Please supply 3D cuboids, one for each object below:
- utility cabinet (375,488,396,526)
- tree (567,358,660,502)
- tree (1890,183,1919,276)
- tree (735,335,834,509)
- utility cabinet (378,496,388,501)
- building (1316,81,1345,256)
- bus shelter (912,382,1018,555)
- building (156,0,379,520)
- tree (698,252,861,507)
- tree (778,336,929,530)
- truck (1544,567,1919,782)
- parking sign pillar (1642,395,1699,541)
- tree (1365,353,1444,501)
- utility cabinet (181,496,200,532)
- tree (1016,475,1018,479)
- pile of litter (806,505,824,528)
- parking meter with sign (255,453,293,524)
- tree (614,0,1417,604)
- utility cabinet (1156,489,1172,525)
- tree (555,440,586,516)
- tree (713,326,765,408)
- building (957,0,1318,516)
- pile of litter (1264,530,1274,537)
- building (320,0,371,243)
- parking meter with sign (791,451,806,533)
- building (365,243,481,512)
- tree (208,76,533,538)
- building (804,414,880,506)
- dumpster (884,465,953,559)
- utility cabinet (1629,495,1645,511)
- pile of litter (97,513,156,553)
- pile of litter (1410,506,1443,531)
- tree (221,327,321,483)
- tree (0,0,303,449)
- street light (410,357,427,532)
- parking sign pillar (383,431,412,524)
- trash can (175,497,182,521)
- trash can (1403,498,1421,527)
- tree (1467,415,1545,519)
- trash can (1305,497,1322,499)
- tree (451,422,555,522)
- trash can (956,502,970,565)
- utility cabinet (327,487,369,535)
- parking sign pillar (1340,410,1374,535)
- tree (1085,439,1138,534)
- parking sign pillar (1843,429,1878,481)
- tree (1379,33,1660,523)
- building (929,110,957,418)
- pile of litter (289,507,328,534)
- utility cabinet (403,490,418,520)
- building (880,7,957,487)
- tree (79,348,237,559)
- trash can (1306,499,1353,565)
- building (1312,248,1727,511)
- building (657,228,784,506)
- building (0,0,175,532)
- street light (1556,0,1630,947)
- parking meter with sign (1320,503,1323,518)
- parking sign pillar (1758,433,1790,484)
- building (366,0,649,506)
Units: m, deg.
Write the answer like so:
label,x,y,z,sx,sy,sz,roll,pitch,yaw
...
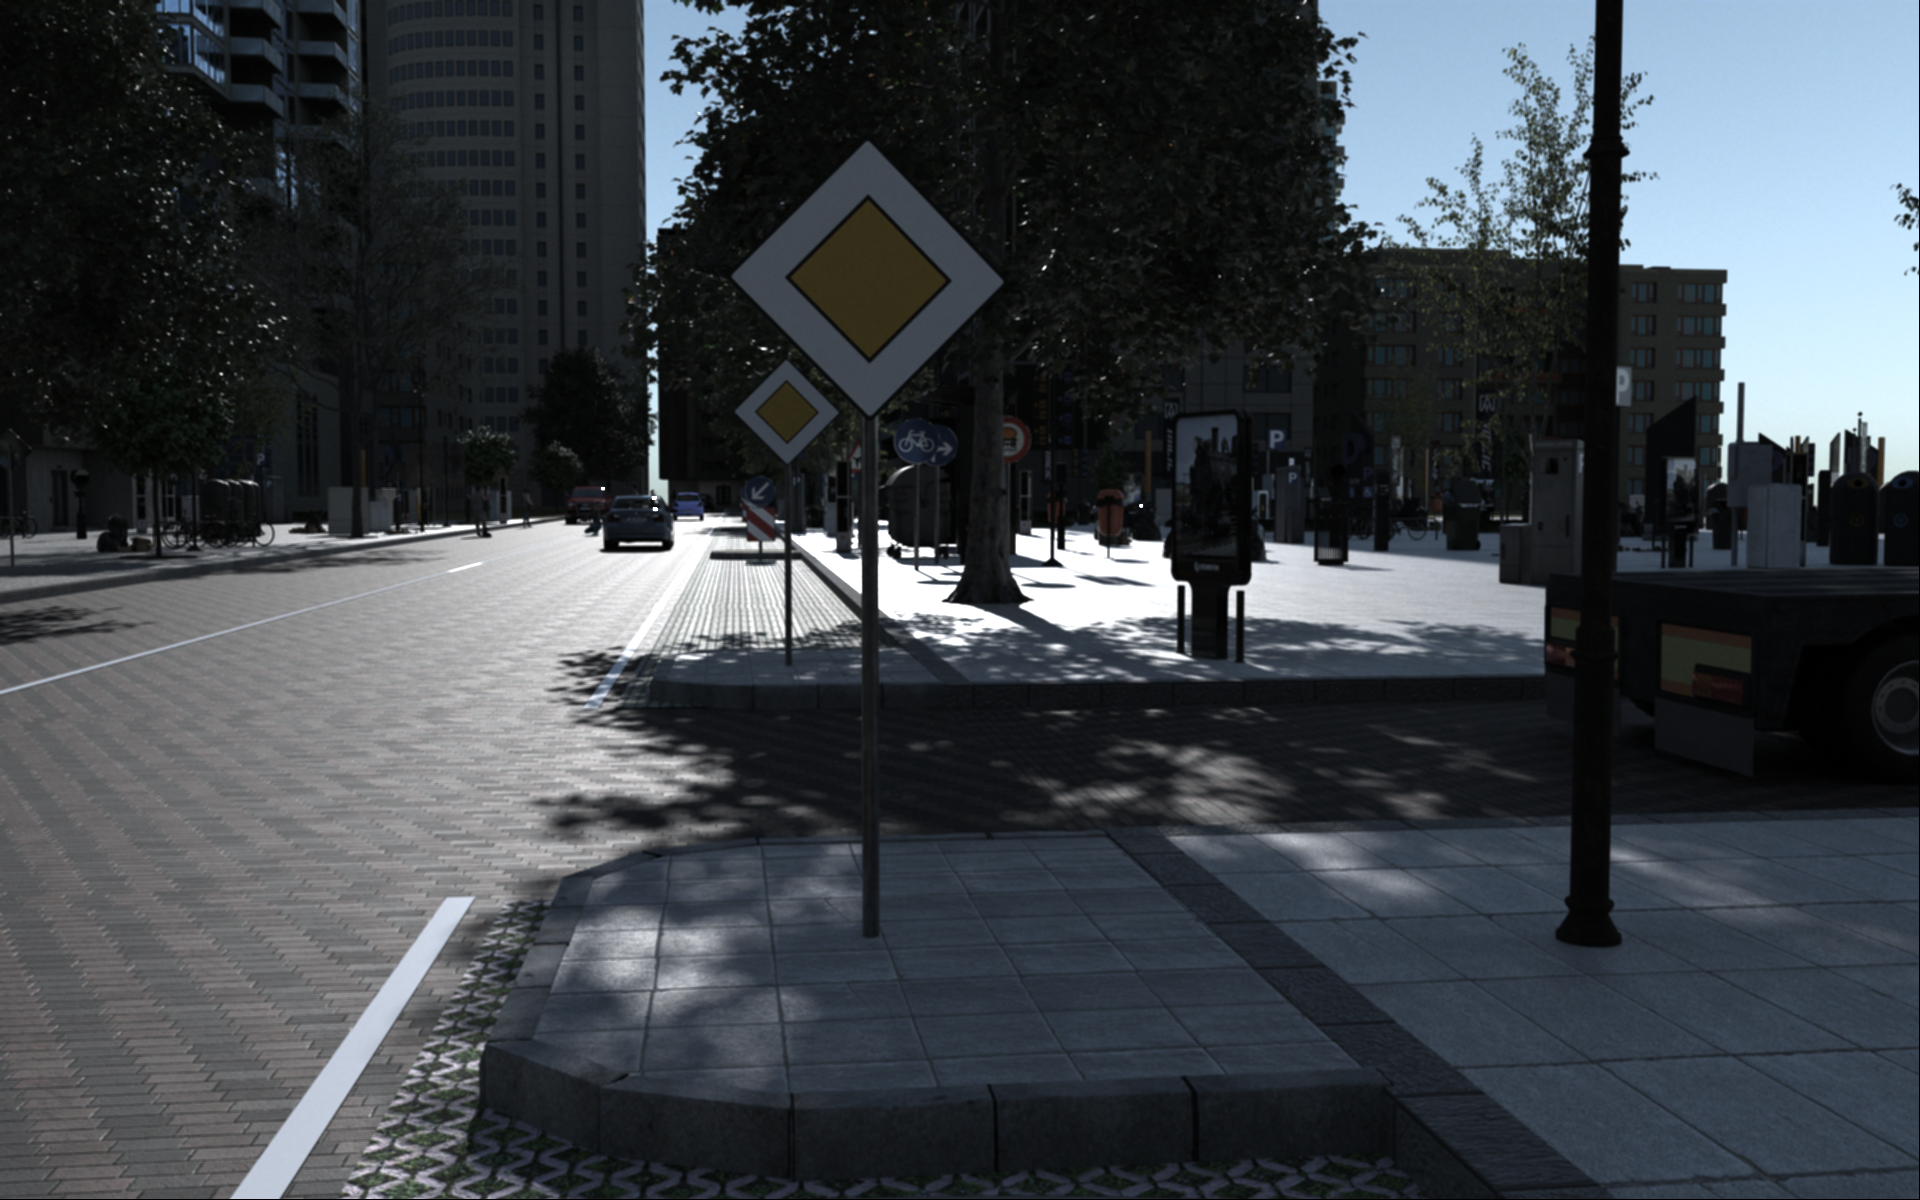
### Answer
label,x,y,z,sx,sy,sz,roll,pitch,yaw
utility cabinet,-22.873,-3.687,68.969,0.318,1.500,1.173,0,4,8
tree,-32.142,-15.385,158.191,9.857,13.997,8.962,0,3,0
tree,20.803,-5.020,32.434,4.737,8.622,4.395,0,3,0
tree,-10.080,-11.423,104.894,7.486,12.596,7.792,0,3,0
utility cabinet,-20.698,-3.121,62.188,0.306,1.237,1.020,-1,4,-17
building,27.263,-35.428,198.858,30.456,49.044,23.786,0,4,-7
bus shelter,0.034,-2.954,39.576,1.731,3.624,6.357,0,4,-8
building,-45.972,-47.965,96.900,22.319,86.520,31.000,0,4,-7
tree,-7.719,-10.691,81.452,9.857,13.997,8.962,0,3,0
tree,-2.987,-5.951,47.659,4.360,8.622,3.978,0,3,0
truck,13.062,-1.260,10.354,18.799,4.110,2.967,0,4,-5
parking sign pillar,19.614,-3.624,47.721,1.447,3.967,1.447,3,5,40
tree,23.057,-8.493,89.231,4.737,8.622,4.395,0,3,0
utility cabinet,-24.779,-2.766,56.385,1.020,1.237,0.306,-2,4,-26
tree,1.632,-4.766,72.518,1.663,3.219,1.824,0,3,0
pile of litter,-5.513,-3.181,65.977,1.719,0.858,1.176,1,4,16
parking meter with sign,-29.174,-4.742,73.786,0.543,3.016,1.738,1,4,17
tree,0.439,-6.314,20.237,9.611,12.733,9.660,0,3,0
utility cabinet,8.494,-3.746,69.929,1.173,1.500,0.318,1,4,10
tree,-24.014,-7.326,103.499,4.285,4.588,4.351,0,3,0
tree,-17.400,-18.933,165.446,12.611,20.169,13.585,0,3,0
building,9.058,-40.937,107.566,20.563,71.187,20.611,0,4,-7
pile of litter,8.571,-2.293,51.452,1.719,0.858,1.176,0,4,6
building,-73.367,-45.549,182.973,20.611,71.187,20.563,0,4,-7
parking meter with sign,-5.403,-3.767,57.852,0.543,3.016,1.738,0,4,-1
building,-53.948,-17.674,134.008,28.899,21.520,27.650,0,4,-7
tree,-17.580,-8.567,50.439,12.009,13.543,11.850,0,3,0
building,-4.098,-35.173,194.689,30.456,49.044,23.786,0,4,-7
dumpster,-0.825,-1.780,34.866,1.264,1.857,1.865,0,4,-7
utility cabinet,36.305,-4.977,92.528,1.020,1.237,0.306,2,4,26
pile of litter,-18.603,-1.519,38.806,1.176,0.858,1.719,1,4,18
pile of litter,16.563,-2.887,61.162,1.719,0.858,1.176,-2,4,-35
tree,-26.849,-7.067,65.911,4.737,8.622,4.395,0,3,0
tree,-14.189,-6.528,23.741,9.611,12.733,9.660,0,3,0
street light,-18.261,-5.251,58.647,0.468,5.910,1.993,0,4,-7
parking sign pillar,-24.016,-5.196,73.419,1.447,3.967,1.447,-2,4,-33
trash can,-35.364,-4.109,78.831,0.748,1.137,0.748,0,3,0
trash can,17.807,-3.462,68.253,0.748,1.137,0.748,0,3,0
tree,22.605,-5.380,71.677,4.285,4.588,4.351,0,3,0
trash can,15.562,-3.956,76.340,0.748,1.137,0.748,0,3,0
tree,-21.826,-5.844,79.261,4.285,4.588,4.351,0,3,0
trash can,0.306,-1.133,30.172,0.748,1.137,0.748,0,3,0
utility cabinet,-19.050,-2.768,53.932,1.173,1.500,0.318,-2,4,-29
parking sign pillar,12.556,-4.048,54.652,1.447,3.967,1.447,-1,4,-16
tree,4.743,-3.682,54.802,1.663,3.219,1.824,0,3,0
parking sign pillar,37.452,-5.105,71.937,1.447,3.967,1.447,1,4,11
tree,9.224,-4.754,28.096,4.360,8.622,3.978,0,3,0
building,4.477,-21.656,125.771,14.160,30.474,14.107,0,4,-7
pile of litter,-21.342,-2.621,56.811,1.176,0.858,1.719,-2,4,-35
utility cabinet,-26.895,-4.668,84.999,0.318,1.500,1.173,1,4,22
building,4.808,-31.798,143.600,21.300,48.544,21.600,0,4,-7
tree,-16.089,-3.121,34.741,4.285,4.588,4.351,0,3,0
trash can,6.729,-1.207,31.380,0.748,1.137,0.748,0,3,0
building,42.926,-18.380,145.545,28.899,21.520,27.650,0,4,-7
building,-25.593,-25.445,187.732,14.107,30.474,14.160,0,4,-7
building,-36.852,-17.591,59.308,14.160,30.474,14.107,0,4,-7
street light,1.811,-1.959,4.810,0.468,5.910,1.993,0,4,-7
parking meter with sign,16.499,-5.284,82.654,1.738,3.016,0.543,3,5,41
parking sign pillar,35.479,-5.334,75.690,1.447,3.967,1.447,-3,5,-42
building,-48.343,-39.475,187.416,28.212,58.520,21.231,0,4,-7
